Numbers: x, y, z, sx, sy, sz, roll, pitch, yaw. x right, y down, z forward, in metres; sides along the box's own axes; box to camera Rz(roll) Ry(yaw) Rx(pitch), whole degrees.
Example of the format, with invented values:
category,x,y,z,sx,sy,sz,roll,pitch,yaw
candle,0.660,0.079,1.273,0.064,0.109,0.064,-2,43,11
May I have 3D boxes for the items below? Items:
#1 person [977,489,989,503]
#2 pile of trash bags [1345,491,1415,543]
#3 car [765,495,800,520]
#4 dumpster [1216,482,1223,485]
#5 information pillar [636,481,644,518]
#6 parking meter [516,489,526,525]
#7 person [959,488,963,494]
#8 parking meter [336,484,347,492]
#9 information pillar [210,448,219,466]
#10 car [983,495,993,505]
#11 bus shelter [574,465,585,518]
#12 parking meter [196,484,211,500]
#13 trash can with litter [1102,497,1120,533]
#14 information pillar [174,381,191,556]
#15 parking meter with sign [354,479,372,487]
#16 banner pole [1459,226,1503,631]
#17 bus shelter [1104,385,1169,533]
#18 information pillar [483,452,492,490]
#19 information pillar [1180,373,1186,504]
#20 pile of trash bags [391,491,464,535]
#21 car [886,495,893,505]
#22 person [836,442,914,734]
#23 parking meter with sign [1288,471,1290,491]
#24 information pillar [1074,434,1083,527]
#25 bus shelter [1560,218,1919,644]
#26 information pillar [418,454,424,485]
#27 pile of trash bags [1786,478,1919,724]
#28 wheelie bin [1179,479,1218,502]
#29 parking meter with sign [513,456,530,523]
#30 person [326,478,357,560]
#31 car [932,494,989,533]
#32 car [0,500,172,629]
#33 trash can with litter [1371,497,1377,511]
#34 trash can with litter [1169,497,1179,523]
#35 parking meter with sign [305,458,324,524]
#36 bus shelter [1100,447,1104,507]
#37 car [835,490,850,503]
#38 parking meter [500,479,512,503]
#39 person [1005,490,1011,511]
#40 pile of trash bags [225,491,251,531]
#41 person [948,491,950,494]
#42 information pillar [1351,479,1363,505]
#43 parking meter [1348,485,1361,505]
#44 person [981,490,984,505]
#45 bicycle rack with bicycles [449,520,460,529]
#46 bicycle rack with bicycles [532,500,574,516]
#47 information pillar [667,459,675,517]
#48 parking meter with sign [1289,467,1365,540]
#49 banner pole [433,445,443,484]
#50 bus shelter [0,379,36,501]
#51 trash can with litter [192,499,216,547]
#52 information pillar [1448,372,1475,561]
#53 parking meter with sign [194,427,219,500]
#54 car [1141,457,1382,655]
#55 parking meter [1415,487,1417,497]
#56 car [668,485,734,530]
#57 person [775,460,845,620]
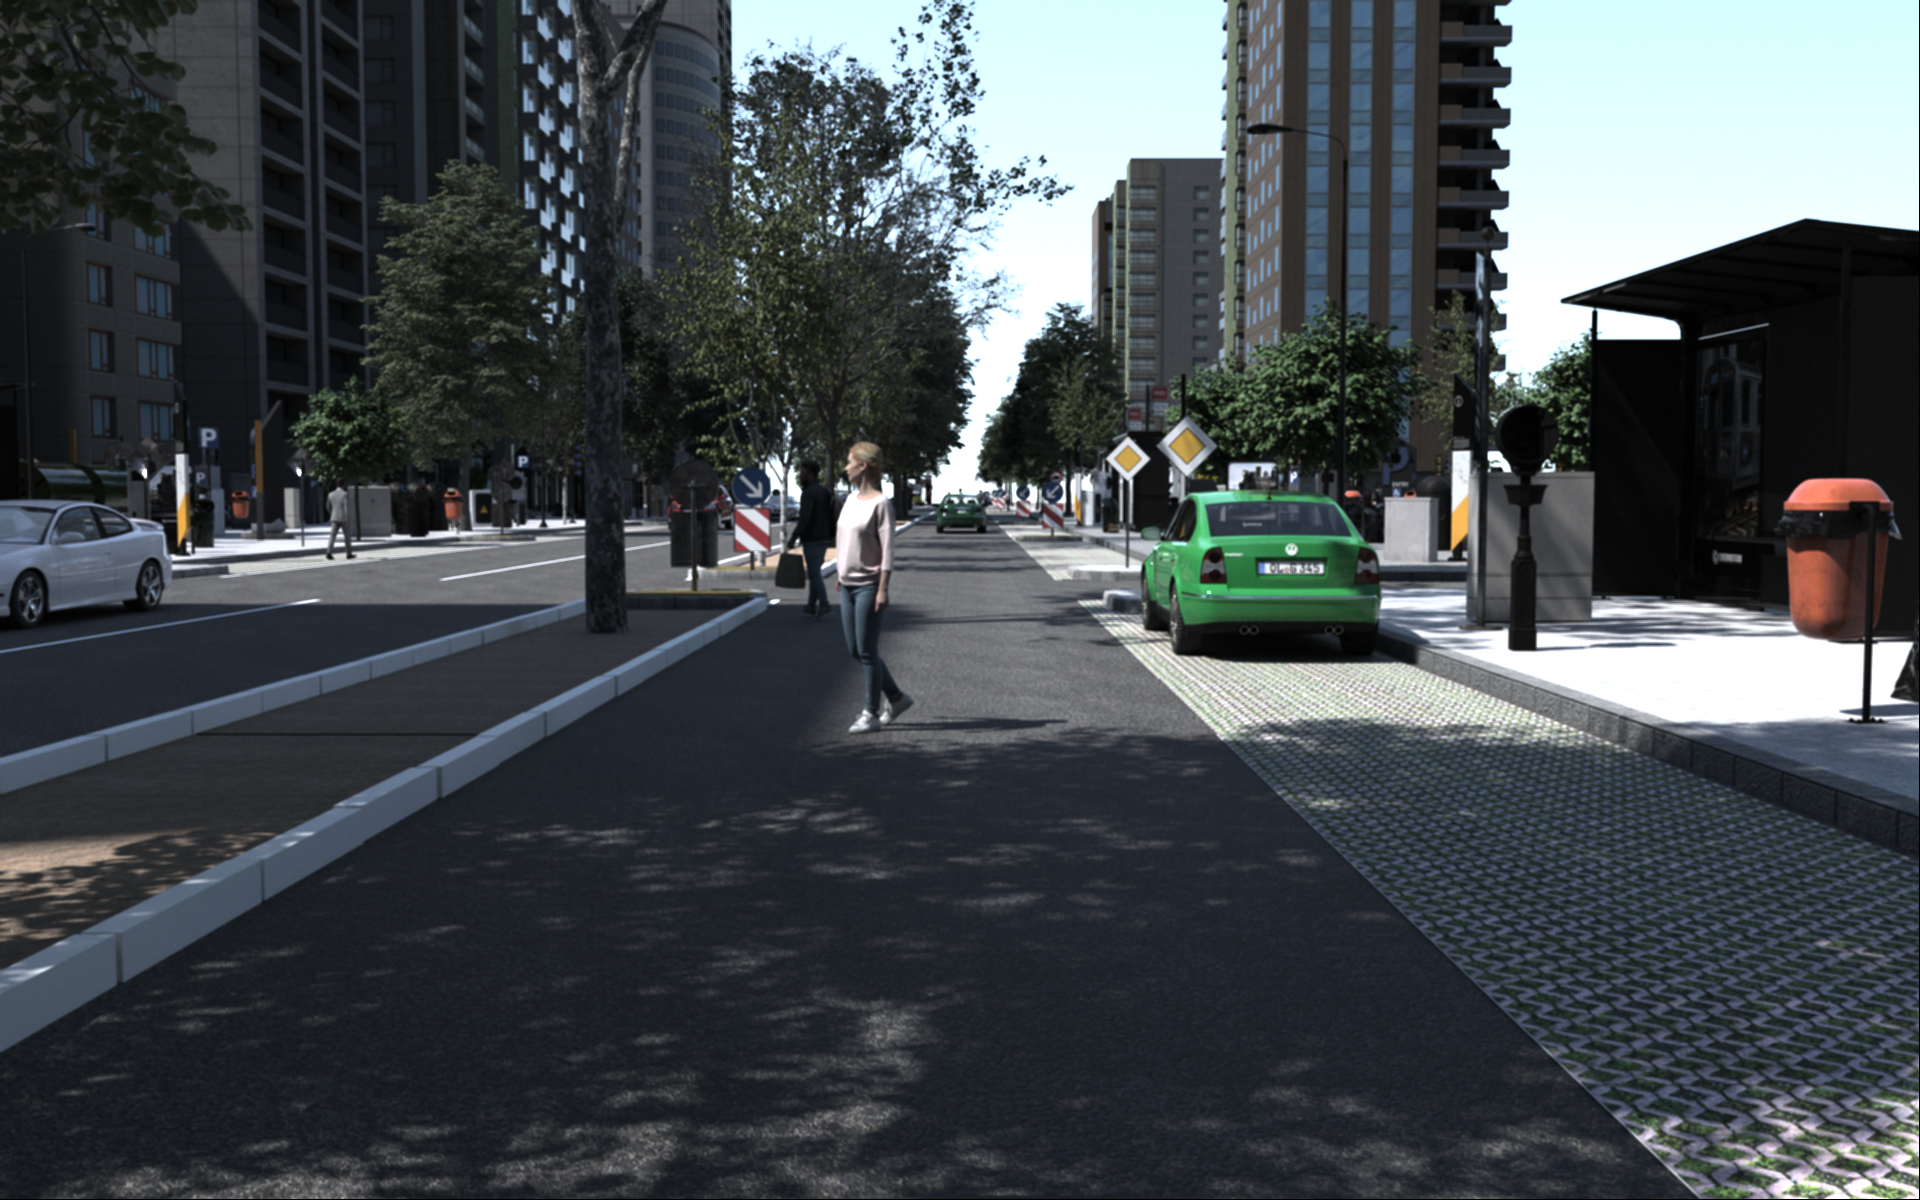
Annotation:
category,x,y,z,sx,sy,sz,roll,pitch,yaw
person,1.633,-8.023,139.765,1.350,1.814,0.705,0,4,-1
pile of trash bags,11.143,-2.270,46.863,1.912,1.369,3.447,-1,4,-10
car,-9.937,-5.133,96.294,2.083,1.381,4.827,0,4,0
dumpster,7.733,-2.724,47.038,1.502,2.255,1.985,0,4,0
information pillar,-17.346,-5.465,93.836,0.304,2.012,0.304,-3,4,-36
parking meter,-18.327,-3.905,72.265,0.372,1.533,0.369,0,3,0
person,0.020,-5.743,102.735,0.374,1.781,0.599,1,4,15
parking meter,-25.511,-4.024,71.496,0.399,1.863,0.255,1,4,20
information pillar,-32.430,-5.130,75.224,0.183,3.616,0.504,3,5,40
car,3.436,-10.915,191.034,1.945,1.354,3.894,0,4,1
bus shelter,-19.449,-6.291,94.148,1.731,3.624,6.357,0,4,0
parking meter,-19.594,-2.232,44.907,0.372,1.533,0.369,0,3,0
trash can with litter,5.074,-2.817,57.447,0.624,1.170,1.055,-1,4,-11
information pillar,-16.081,-2.719,35.803,0.183,3.616,0.504,-3,5,-45
parking meter with sign,-27.257,-5.067,79.100,1.738,3.016,0.543,0,4,0
banner pole,4.841,-1.596,16.110,0.401,3.779,0.863,2,4,26
bus shelter,6.644,-5.137,61.619,2.179,5.291,8.768,0,4,0
information pillar,-25.884,-6.334,94.922,0.504,3.616,0.183,-1,4,-20
information pillar,4.363,-2.599,33.848,0.183,3.616,0.504,1,4,9
pile of trash bags,-17.407,-2.775,55.129,3.447,1.369,1.912,1,4,10
car,-6.861,-9.389,166.087,1.945,1.354,3.894,0,3,0
person,-0.528,-0.083,10.534,0.598,1.740,0.731,-3,5,-43
parking meter with sign,8.633,-2.899,43.658,1.738,3.016,0.543,-2,4,-31
information pillar,4.654,-4.694,68.094,0.183,3.616,0.504,-2,4,-25
bus shelter,8.072,-1.627,17.892,1.731,3.624,6.357,0,4,0
information pillar,-28.366,-6.105,91.172,0.504,3.616,0.183,3,5,42
pile of trash bags,6.395,-0.031,10.260,3.447,1.369,1.912,-1,4,-14
wheelie bin,5.058,-1.750,36.514,0.980,1.594,0.693,-2,4,-24
parking meter with sign,-19.735,-4.988,77.811,0.543,3.016,1.738,0,4,-5
person,-13.538,-1.774,37.785,0.678,1.792,0.850,1,4,15
car,0.026,-3.229,64.595,2.131,1.459,4.920,0,4,-1
car,-10.808,-0.459,19.864,2.083,1.381,4.827,0,4,0
trash can with litter,17.936,-3.923,75.530,0.624,1.170,1.055,-2,4,-32
trash can with litter,8.474,-3.600,70.253,0.624,1.170,1.055,-1,4,-16
parking meter with sign,-27.659,-4.775,74.330,0.543,3.016,1.738,0,4,-4
bus shelter,7.401,-6.161,78.356,2.179,5.291,8.768,0,4,0
car,-10.261,-8.495,147.565,2.281,1.827,5.304,0,4,-1
parking meter,-17.050,-3.631,65.070,0.399,1.863,0.255,-1,4,-22
person,3.597,-7.498,132.035,0.436,1.711,0.756,3,5,44
pile of trash bags,-28.236,-3.468,66.453,3.447,1.369,1.912,-1,4,-9
person,-1.233,-11.885,202.752,0.705,1.831,1.348,3,5,44
information pillar,13.313,-3.276,58.058,0.304,2.012,0.304,-1,4,-13
parking meter,11.348,-2.536,49.877,0.372,1.533,0.369,0,3,0
person,2.176,-10.374,178.104,0.705,1.826,1.348,-2,4,-24
bicycle rack with bicycles,-19.440,-3.089,63.882,2.852,0.926,2.925,0,4,7
bicycle rack with bicycles,-24.589,-5.489,103.127,2.925,0.926,2.852,0,4,-4
information pillar,-16.061,-6.417,96.265,0.504,3.616,0.183,2,4,35
parking meter with sign,9.055,-2.825,42.452,1.738,3.016,0.543,0,4,7
banner pole,-25.906,-5.880,86.156,0.863,3.779,0.401,2,4,35
bus shelter,-20.404,-2.592,33.654,1.731,3.624,6.357,0,3,0
trash can with litter,-18.263,-1.854,41.702,0.624,1.170,1.055,-1,4,-22
information pillar,9.622,-2.558,33.185,0.183,3.616,0.504,-2,4,-28
parking meter with sign,-20.253,-3.038,45.939,1.738,3.016,0.543,3,5,44
car,2.787,-0.484,16.713,1.959,1.807,4.718,0,4,0
parking meter,12.870,-2.440,48.309,0.372,1.533,0.369,0,3,0
car,-10.422,-3.748,69.950,2.281,1.827,5.304,0,4,1
person,-1.709,-0.691,19.787,0.713,1.824,0.794,3,5,42
